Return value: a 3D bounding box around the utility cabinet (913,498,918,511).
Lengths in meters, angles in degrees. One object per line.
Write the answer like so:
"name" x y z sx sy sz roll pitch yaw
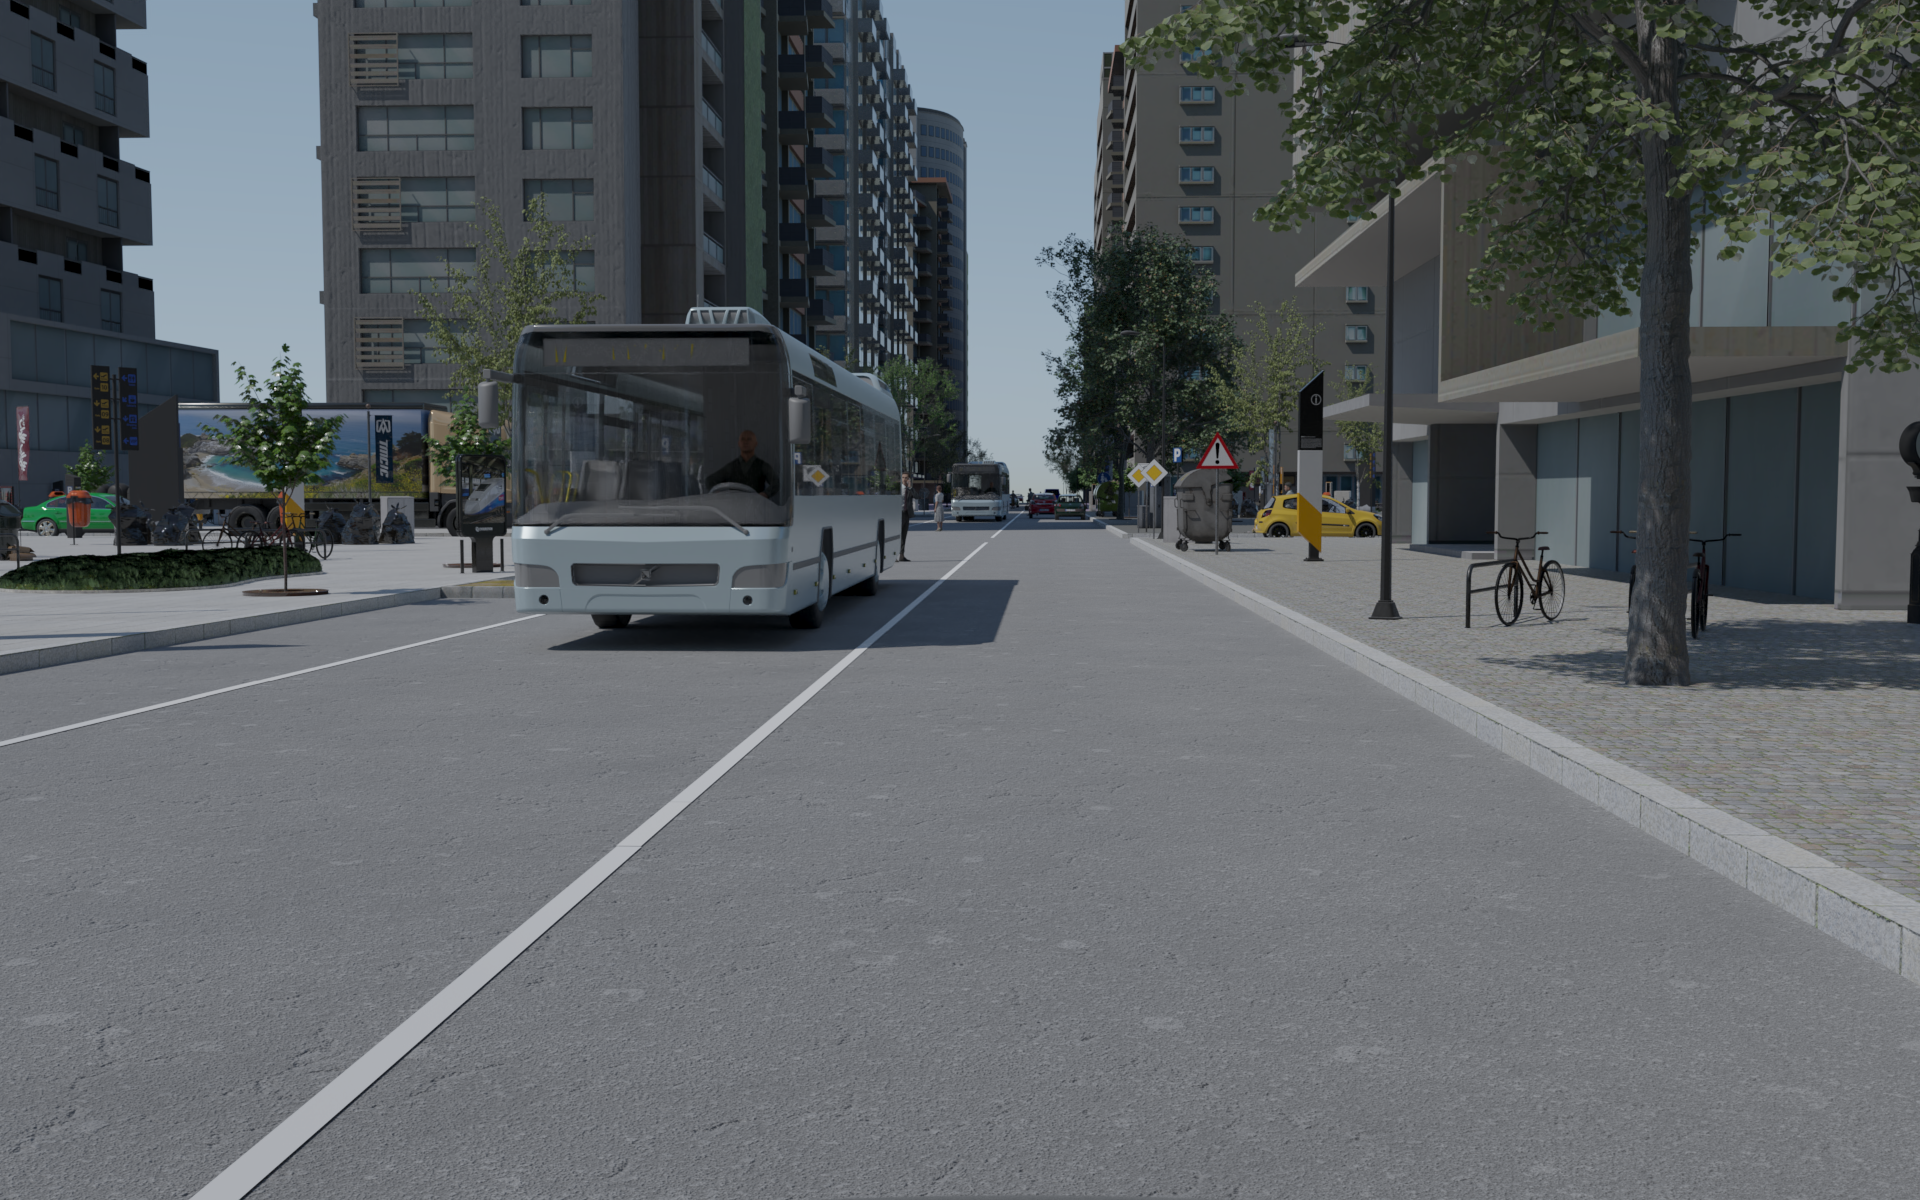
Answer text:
"utility cabinet" -3.510 -7.241 129.546 0.306 1.237 1.020 -2 4 -33

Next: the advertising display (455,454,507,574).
"advertising display" -7.810 -1.411 28.288 0.123 1.923 0.974 2 4 33

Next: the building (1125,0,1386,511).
"building" 24.568 -31.699 141.982 21.300 48.544 21.600 0 4 3

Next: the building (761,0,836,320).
"building" -19.046 -27.219 99.660 22.147 44.769 28.867 0 4 3

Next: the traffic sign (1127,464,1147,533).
"traffic sign" 5.918 -3.288 57.394 0.795 2.450 0.064 0 4 3

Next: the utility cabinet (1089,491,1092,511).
"utility cabinet" 9.929 -7.460 130.655 0.318 1.500 1.173 0 4 -1

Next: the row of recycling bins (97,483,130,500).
"row of recycling bins" -31.209 -3.559 65.301 3.534 1.692 1.069 1 4 14

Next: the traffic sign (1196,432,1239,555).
"traffic sign" 5.420 -2.232 36.491 0.884 2.594 0.081 1 4 11

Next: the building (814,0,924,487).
"building" -16.084 -34.239 179.420 23.786 49.044 30.456 0 4 3

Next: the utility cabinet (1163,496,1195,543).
"utility cabinet" 5.891 -2.111 45.672 1.020 1.237 0.306 1 4 14

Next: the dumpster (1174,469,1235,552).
"dumpster" 5.530 -2.042 39.148 1.264 1.857 1.865 0 4 3

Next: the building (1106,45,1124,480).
"building" 25.457 -31.412 168.203 22.147 44.769 28.867 0 4 3

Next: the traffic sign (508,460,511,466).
"traffic sign" -8.082 -1.982 32.407 0.884 2.594 0.081 1 4 9

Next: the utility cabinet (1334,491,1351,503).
"utility cabinet" 27.430 -7.066 124.208 1.173 1.500 0.318 3 4 39

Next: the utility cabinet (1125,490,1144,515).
"utility cabinet" 10.778 -6.016 107.037 1.173 1.500 0.318 2 4 32

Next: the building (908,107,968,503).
"building" -10.065 -44.035 261.977 21.231 58.520 28.212 0 4 3

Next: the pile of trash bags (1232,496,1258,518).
"pile of trash bags" 14.384 -5.117 93.418 3.447 1.369 1.912 1 4 10

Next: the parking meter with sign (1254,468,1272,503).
"parking meter with sign" 20.148 -7.176 113.582 1.738 3.016 0.543 1 4 14

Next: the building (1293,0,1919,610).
"building" 21.450 -27.000 30.685 28.713 52.752 27.495 0 4 3

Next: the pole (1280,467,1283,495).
"pole" 24.292 -8.374 130.764 0.158 3.312 0.155 0 3 0

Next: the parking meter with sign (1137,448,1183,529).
"parking meter with sign" 7.475 -4.196 64.861 1.738 3.016 0.543 -2 4 -27

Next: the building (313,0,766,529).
"building" -15.754 -23.516 68.087 14.154 41.232 14.086 0 4 3

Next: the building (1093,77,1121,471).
"building" 26.175 -34.836 193.270 21.300 48.544 21.600 0 4 3

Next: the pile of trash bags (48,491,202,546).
"pile of trash bags" -20.875 -2.073 43.641 3.447 1.369 1.912 0 4 6

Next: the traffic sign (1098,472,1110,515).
"traffic sign" 8.334 -6.120 100.164 0.768 2.556 0.104 0 4 8

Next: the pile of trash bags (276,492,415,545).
"pile of trash bags" -15.714 -2.092 43.951 1.912 1.369 3.447 2 4 35

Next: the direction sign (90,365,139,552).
"direction sign" -15.012 -2.375 30.832 0.379 3.537 0.876 2 4 30

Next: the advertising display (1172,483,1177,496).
"advertising display" 13.417 -6.138 105.575 0.974 1.923 0.123 -1 4 -17

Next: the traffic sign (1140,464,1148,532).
"traffic sign" 6.260 -3.423 58.089 0.606 2.300 0.079 1 4 9

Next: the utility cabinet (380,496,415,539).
"utility cabinet" -16.062 -2.344 49.486 0.306 1.237 1.020 2 4 28

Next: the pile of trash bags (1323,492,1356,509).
"pile of trash bags" 19.581 -4.954 90.743 1.912 1.369 3.447 0 4 -4

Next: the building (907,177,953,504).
"building" -12.324 -35.435 233.986 22.147 44.769 28.867 0 4 3

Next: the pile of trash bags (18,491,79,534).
"pile of trash bags" -33.019 -3.102 60.473 3.447 1.369 1.912 -3 5 -44

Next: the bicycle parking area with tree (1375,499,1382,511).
"bicycle parking area with tree" 33.506 -8.522 126.328 9.016 4.147 8.231 3 5 40

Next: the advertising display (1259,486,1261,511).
"advertising display" 22.663 -7.585 129.230 0.123 1.923 0.974 -2 4 -33

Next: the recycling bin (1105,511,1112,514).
"recycling bin" 9.348 -5.991 110.509 0.722 1.027 0.722 0 4 0

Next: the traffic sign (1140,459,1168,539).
"traffic sign" 5.534 -2.800 49.418 0.795 2.450 0.064 0 4 3

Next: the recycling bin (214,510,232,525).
"recycling bin" -30.528 -3.640 72.063 0.722 1.027 0.722 1 4 17

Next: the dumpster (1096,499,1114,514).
"dumpster" 8.738 -5.988 103.661 1.264 1.857 1.865 0 4 3

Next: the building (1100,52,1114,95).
"building" 30.759 -51.461 279.635 20.563 71.187 20.611 0 4 3

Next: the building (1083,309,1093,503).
"building" 25.730 -30.076 263.447 14.160 30.474 14.107 0 4 3

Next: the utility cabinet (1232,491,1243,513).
"utility cabinet" 18.295 -6.525 115.355 1.173 1.500 0.318 -2 4 -35

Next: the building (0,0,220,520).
"building" -52.331 -29.671 74.354 27.495 52.752 28.713 0 4 3
